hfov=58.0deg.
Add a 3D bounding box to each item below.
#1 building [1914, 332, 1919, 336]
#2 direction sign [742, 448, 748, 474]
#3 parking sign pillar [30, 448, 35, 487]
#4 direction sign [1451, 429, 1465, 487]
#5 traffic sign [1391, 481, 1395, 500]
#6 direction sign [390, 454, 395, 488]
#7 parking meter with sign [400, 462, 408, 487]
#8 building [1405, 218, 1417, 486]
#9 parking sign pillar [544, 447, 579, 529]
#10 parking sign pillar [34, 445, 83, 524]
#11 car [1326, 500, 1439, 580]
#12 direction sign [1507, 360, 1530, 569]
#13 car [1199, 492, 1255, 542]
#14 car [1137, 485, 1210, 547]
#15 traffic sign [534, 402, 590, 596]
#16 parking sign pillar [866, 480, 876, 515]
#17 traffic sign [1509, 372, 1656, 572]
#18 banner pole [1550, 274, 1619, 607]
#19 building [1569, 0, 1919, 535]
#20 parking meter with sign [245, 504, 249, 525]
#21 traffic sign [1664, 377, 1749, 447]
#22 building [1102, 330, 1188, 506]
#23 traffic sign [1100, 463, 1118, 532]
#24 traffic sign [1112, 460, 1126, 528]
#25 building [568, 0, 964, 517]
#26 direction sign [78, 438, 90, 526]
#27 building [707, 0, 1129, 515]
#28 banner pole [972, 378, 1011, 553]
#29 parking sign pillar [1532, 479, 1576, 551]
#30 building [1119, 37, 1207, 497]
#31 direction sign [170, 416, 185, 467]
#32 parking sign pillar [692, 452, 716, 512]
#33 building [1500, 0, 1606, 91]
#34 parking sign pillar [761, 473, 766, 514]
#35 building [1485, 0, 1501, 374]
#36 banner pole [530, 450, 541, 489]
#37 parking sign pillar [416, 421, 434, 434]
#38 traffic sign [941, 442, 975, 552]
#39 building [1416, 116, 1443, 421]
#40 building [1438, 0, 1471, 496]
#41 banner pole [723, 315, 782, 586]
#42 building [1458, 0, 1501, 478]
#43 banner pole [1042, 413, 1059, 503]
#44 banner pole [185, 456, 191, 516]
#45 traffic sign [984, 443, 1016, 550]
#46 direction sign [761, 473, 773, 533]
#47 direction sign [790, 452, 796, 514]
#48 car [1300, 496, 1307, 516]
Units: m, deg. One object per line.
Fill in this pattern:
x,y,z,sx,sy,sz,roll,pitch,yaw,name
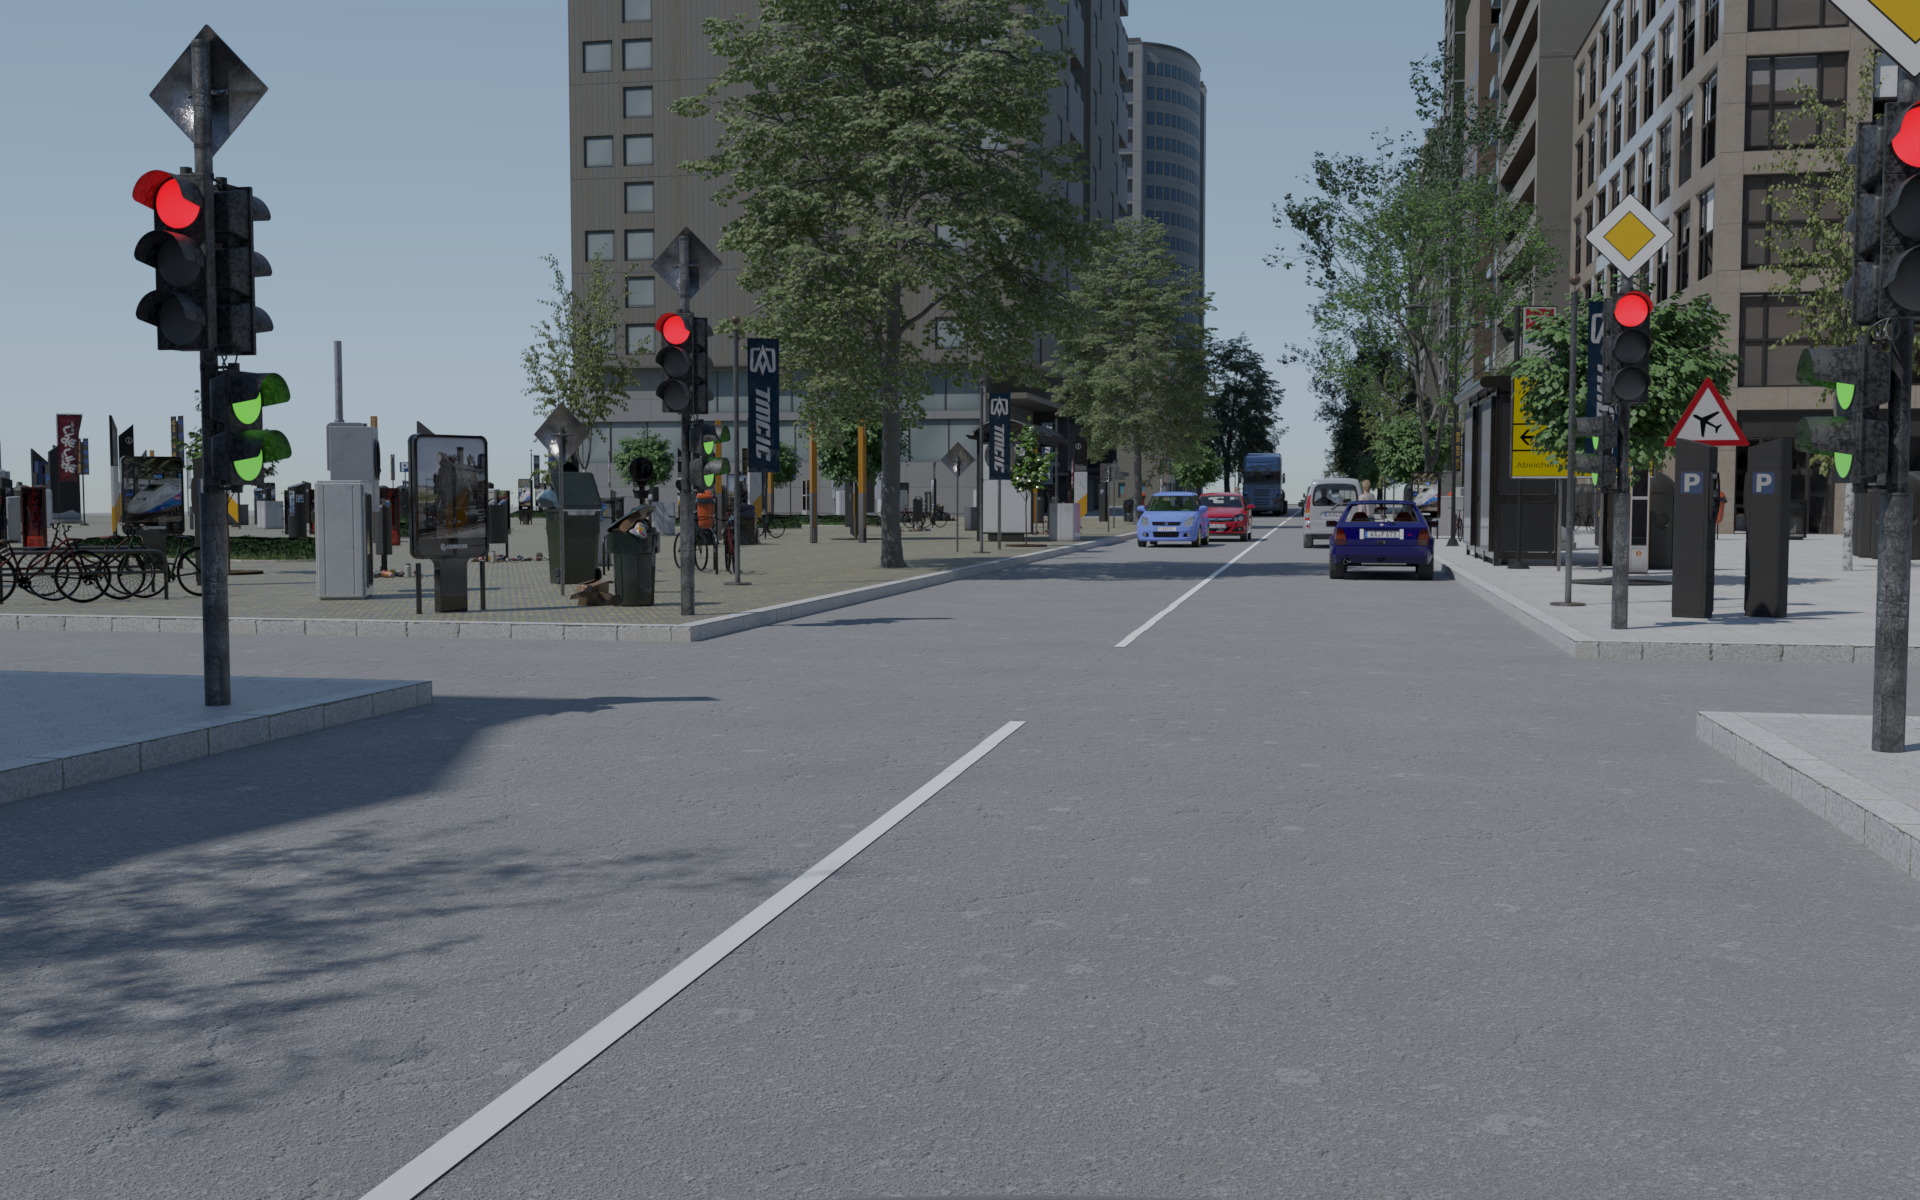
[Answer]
40.789,-15.238,25.555,44.131,29.872,17.030,1,4,12,building
-10.424,-5.725,85.603,0.379,3.537,0.876,3,5,41,direction sign
-54.389,-6.987,102.706,1.447,3.967,1.447,1,4,17,parking sign pillar
17.415,-4.159,59.995,0.876,3.537,0.379,3,5,40,direction sign
21.012,-5.124,83.880,0.768,2.556,0.104,1,4,12,traffic sign
-32.193,-6.505,98.353,0.379,3.537,0.876,-2,4,-31,direction sign
-30.316,-6.043,95.060,0.543,3.016,1.738,-1,4,-10,parking meter with sign
67.851,-33.733,235.136,14.154,41.232,14.086,1,4,12,building
-14.567,-4.598,63.644,1.447,3.967,1.447,3,5,39,parking sign pillar
-38.844,-5.290,74.971,1.447,3.967,1.447,2,4,35,parking sign pillar
7.383,-1.085,30.325,1.945,1.354,3.894,1,4,14,car
9.594,-2.303,29.645,0.379,3.537,0.876,2,4,29,direction sign
8.065,-2.723,53.561,2.155,1.783,4.494,1,4,12,car
5.901,-2.334,47.746,1.945,1.707,3.694,1,4,13,car
-5.017,-1.262,21.812,0.795,2.450,0.064,1,4,18,traffic sign
-4.051,-5.421,77.107,1.447,3.967,1.447,0,4,-7,parking sign pillar
10.249,-2.121,28.556,2.265,3.308,0.079,1,4,19,traffic sign
7.232,-1.824,19.837,0.863,3.779,0.401,0,4,-2,banner pole
36.909,-16.198,69.357,19.350,26.468,34.151,1,4,12,building
-30.089,-4.576,71.083,0.543,3.016,1.738,2,4,31,parking meter with sign
8.299,-1.181,19.306,0.884,2.594,0.081,1,4,14,traffic sign
11.557,-21.736,200.426,27.650,21.520,28.899,1,4,12,building
4.972,-3.412,57.912,0.606,2.300,0.079,1,4,17,traffic sign
5.808,-3.993,65.284,0.884,2.594,0.081,1,4,18,traffic sign
-6.904,-31.853,110.043,28.713,52.752,27.495,1,4,12,building
-35.617,-4.792,70.347,0.876,3.537,0.379,2,4,33,direction sign
-1.316,-33.497,136.914,28.713,52.752,27.495,1,4,12,building
0.698,-2.907,37.552,0.863,3.779,0.401,0,4,-1,banner pole
13.378,-3.129,39.625,1.447,3.967,1.447,0,4,2,parking sign pillar
20.524,-41.868,226.545,21.231,58.520,28.212,1,4,12,building
-22.684,-3.564,50.274,0.876,3.537,0.379,3,5,45,direction sign
-11.967,-5.712,81.858,1.447,3.967,1.447,-2,4,-32,parking sign pillar
42.560,-28.994,97.758,21.300,48.544,21.600,1,4,12,building
-9.461,-5.712,81.865,1.447,3.967,1.447,0,4,1,parking sign pillar
49.742,-30.775,122.787,23.786,49.044,30.456,1,4,12,building
-23.950,-6.576,97.542,0.401,3.779,0.863,2,4,34,banner pole
-19.427,-4.591,63.541,1.447,3.967,1.447,1,4,22,parking sign pillar
-0.054,-2.271,38.320,0.795,2.450,0.064,1,4,18,traffic sign
68.608,-36.261,216.563,21.300,48.544,21.600,1,4,12,building
63.298,-46.312,195.458,20.563,71.187,20.611,1,4,12,building
-2.927,-2.106,24.453,0.863,3.779,0.401,-1,4,-21,banner pole
49.991,-30.322,145.868,14.600,45.320,14.200,1,4,12,building
2.812,-3.877,53.398,0.401,3.779,0.863,-3,5,-44,banner pole
-45.742,-6.894,102.736,0.401,3.779,0.863,-3,5,-42,banner pole
0.908,-2.432,39.875,0.768,2.556,0.104,1,4,21,traffic sign
-6.400,-3.991,57.255,0.876,3.537,0.379,0,4,0,direction sign
-9.201,-6.239,94.006,0.876,3.537,0.379,3,5,44,direction sign
23.889,-6.383,116.158,2.131,1.459,4.920,1,4,13,car
